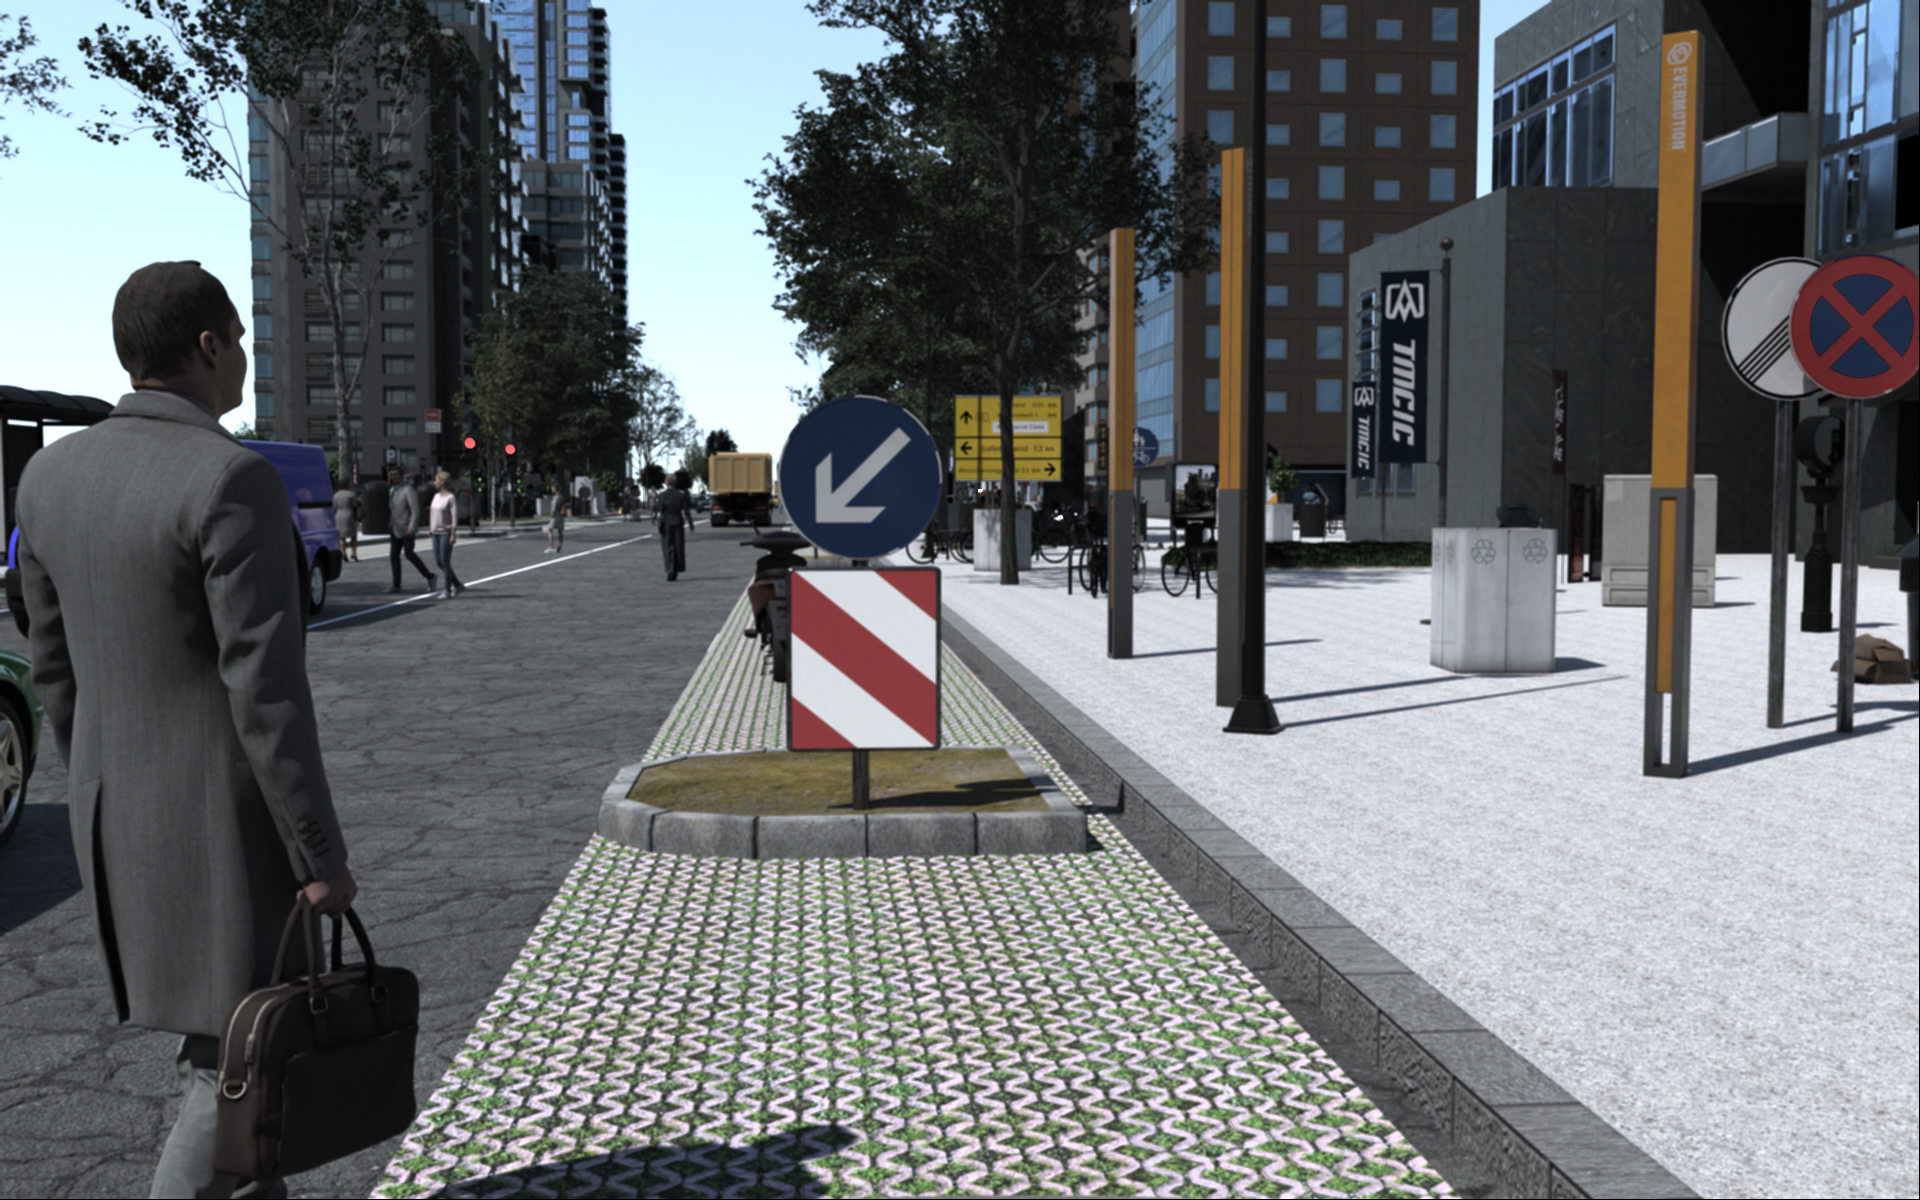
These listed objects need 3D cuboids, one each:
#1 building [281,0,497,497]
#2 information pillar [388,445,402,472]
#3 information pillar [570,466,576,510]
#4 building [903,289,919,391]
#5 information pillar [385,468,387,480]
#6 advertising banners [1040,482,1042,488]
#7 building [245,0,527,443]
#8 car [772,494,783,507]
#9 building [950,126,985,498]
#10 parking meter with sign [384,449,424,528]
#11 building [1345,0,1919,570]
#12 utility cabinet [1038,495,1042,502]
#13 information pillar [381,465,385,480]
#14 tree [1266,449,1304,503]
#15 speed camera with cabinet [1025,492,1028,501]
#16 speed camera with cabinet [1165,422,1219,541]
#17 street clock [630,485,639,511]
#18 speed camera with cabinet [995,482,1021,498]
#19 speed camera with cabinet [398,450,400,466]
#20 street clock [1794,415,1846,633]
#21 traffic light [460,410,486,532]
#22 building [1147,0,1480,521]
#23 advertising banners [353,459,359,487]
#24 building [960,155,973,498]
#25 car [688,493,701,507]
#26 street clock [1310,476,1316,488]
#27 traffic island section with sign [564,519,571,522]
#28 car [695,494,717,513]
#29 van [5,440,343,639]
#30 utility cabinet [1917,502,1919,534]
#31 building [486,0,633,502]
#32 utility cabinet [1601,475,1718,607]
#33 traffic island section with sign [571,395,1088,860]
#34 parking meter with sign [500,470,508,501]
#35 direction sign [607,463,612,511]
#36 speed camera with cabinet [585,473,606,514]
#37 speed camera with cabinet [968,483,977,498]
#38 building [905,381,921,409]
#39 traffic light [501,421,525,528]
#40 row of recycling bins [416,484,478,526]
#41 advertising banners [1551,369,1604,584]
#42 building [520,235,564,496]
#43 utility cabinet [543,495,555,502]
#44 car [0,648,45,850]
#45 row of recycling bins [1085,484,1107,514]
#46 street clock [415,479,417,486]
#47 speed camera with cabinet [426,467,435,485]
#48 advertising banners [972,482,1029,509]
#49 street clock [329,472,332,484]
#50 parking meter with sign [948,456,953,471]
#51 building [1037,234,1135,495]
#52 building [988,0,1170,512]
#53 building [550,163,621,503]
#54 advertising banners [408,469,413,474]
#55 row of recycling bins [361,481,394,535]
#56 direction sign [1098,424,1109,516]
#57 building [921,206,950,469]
[{"bbox_3d":[-47.715,-28.282,146.002,14.154,41.232,14.086,0,4,-5],"label":"building"},{"bbox_3d":[-26.545,-5.517,81.558,0.504,3.616,0.183,-1,4,-13],"label":"information pillar"},{"bbox_3d":[-27.201,-7.975,121.743,0.183,3.616,0.504,1,4,19],"label":"information pillar"},{"bbox_3d":[-2.864,-37.419,295.399,14.154,41.232,14.086,0,4,-5],"label":"building"},{"bbox_3d":[-37.370,-7.502,114.016,0.504,3.616,0.183,-1,4,-14],"label":"information pillar"},{"bbox_3d":[3.091,-4.762,74.054,0.090,3.025,2.074,-3,4,-37],"label":"advertising banners"},{"bbox_3d":[-54.298,-33.510,167.493,23.786,49.044,30.456,0,4,-5],"label":"building"},{"bbox_3d":[-18.243,-9.927,172.525,2.015,1.641,3.980,0,4,-5],"label":"car"},{"bbox_3d":[5.745,-31.502,198.655,14.154,41.232,14.086,0,4,-5],"label":"building"},{"bbox_3d":[-21.420,-4.317,66.848,1.738,3.016,0.543,2,4,33],"label":"parking meter with sign"},{"bbox_3d":[22.963,-43.870,29.954,22.319,86.520,31.000,0,4,-5],"label":"building"},{"bbox_3d":[5.090,-5.853,106.854,0.306,1.237,1.020,2,4,33],"label":"utility cabinet"},{"bbox_3d":[-45.650,-8.929,137.342,0.183,3.616,0.504,3,5,42],"label":"information pillar"},{"bbox_3d":[13.724,-4.886,74.487,1.663,3.219,1.824,0,3,0],"label":"tree"},{"bbox_3d":[4.438,-8.912,140.046,2.038,3.252,0.660,-1,4,-15],"label":"speed camera with cabinet"},{"bbox_3d":[6.555,-3.252,47.504,0.660,3.252,2.038,-3,5,-39],"label":"speed camera with cabinet"},{"bbox_3d":[-25.699,-8.126,137.432,0.471,2.002,0.358,-2,4,-24],"label":"street clock"},{"bbox_3d":[3.792,-8.669,136.077,2.038,3.252,0.660,2,4,27],"label":"speed camera with cabinet"},{"bbox_3d":[-25.219,-5.057,77.011,0.660,3.252,2.038,1,4,21],"label":"speed camera with cabinet"},{"bbox_3d":[7.969,-0.703,16.057,0.471,2.002,0.358,-1,4,-23],"label":"street clock"},{"bbox_3d":[-16.391,-4.240,58.247,0.839,4.253,0.868,0,4,-5],"label":"traffic light"},{"bbox_3d":[16.959,-26.808,88.415,14.200,45.320,14.600,0,4,-5],"label":"building"},{"bbox_3d":[-29.314,-5.453,85.341,2.074,3.025,0.090,3,4,37],"label":"advertising banners"},{"bbox_3d":[7.539,-32.654,184.002,14.600,45.320,14.200,0,4,-5],"label":"building"},{"bbox_3d":[-26.419,-10.015,172.534,1.959,1.807,4.718,0,4,-5],"label":"car"},{"bbox_3d":[14.482,-4.072,71.147,0.358,2.002,0.471,1,4,12],"label":"street clock"},{"bbox_3d":[-19.145,-4.881,88.435,1.989,1.847,2.006,0,4,-5],"label":"traffic island section with sign"},{"bbox_3d":[-18.977,-7.405,130.853,2.009,1.686,4.222,0,4,-5],"label":"car"},{"bbox_3d":[-8.469,-0.892,18.965,2.240,2.365,5.245,0,4,-4],"label":"van"},{"bbox_3d":[11.425,-0.517,19.611,0.306,1.237,1.020,-3,5,-41],"label":"utility cabinet"},{"bbox_3d":[-64.127,-59.140,279.604,22.319,86.520,31.000,0,4,-5],"label":"building"},{"bbox_3d":[7.925,-0.671,19.651,1.173,1.500,0.318,1,4,16],"label":"utility cabinet"},{"bbox_3d":[-0.569,0.056,7.710,1.989,1.847,2.006,0,4,-5],"label":"traffic island section with sign"},{"bbox_3d":[-32.130,-7.693,122.037,0.543,3.016,1.738,-2,4,-33],"label":"parking meter with sign"},{"bbox_3d":[-25.185,-8.106,124.537,0.379,3.537,0.876,-2,4,-32],"label":"direction sign"},{"bbox_3d":[-23.093,-7.049,109.579,0.660,3.252,2.038,1,4,11],"label":"speed camera with cabinet"},{"bbox_3d":[1.384,-8.969,140.976,0.660,3.252,2.038,-2,4,-32],"label":"speed camera with cabinet"},{"bbox_3d":[5.907,-26.312,275.248,27.650,21.520,28.899,0,4,-5],"label":"building"},{"bbox_3d":[-17.106,-4.727,66.200,0.839,4.253,0.868,0,4,-5],"label":"traffic light"},{"bbox_3d":[-20.897,-3.874,70.456,1.069,1.692,3.534,1,4,18],"label":"row of recycling bins"},{"bbox_3d":[8.951,-1.766,25.062,0.090,3.025,2.074,3,5,41],"label":"advertising banners"},{"bbox_3d":[-51.851,-25.655,191.152,14.160,30.474,14.107,0,4,-5],"label":"building"},{"bbox_3d":[-26.142,-6.056,110.170,0.306,1.237,1.020,1,4,16],"label":"utility cabinet"},{"bbox_3d":[-4.550,0.211,5.339,1.959,1.807,4.718,0,4,-5],"label":"car"},{"bbox_3d":[5.426,-3.906,70.970,1.069,1.692,3.534,-3,4,-37],"label":"row of recycling bins"},{"bbox_3d":[-23.185,-4.193,73.121,0.471,2.002,0.358,1,4,19],"label":"street clock"},{"bbox_3d":[-38.654,-8.074,126.339,0.660,3.252,2.038,-1,4,-19],"label":"speed camera with cabinet"},{"bbox_3d":[1.408,-3.722,57.040,2.074,3.025,0.090,1,4,18],"label":"advertising banners"},{"bbox_3d":[-20.864,-3.207,56.997,0.358,2.002,0.471,1,4,10],"label":"street clock"},{"bbox_3d":[-0.464,-5.145,80.387,0.543,3.016,1.738,-1,4,-13],"label":"parking meter with sign"},{"bbox_3d":[21.458,-17.478,130.808,27.650,21.520,28.899,0,4,-5],"label":"building"},{"bbox_3d":[9.830,-30.914,155.559,14.600,45.320,14.200,0,4,-5],"label":"building"},{"bbox_3d":[-62.211,-38.564,250.125,23.786,49.044,30.456,0,4,-5],"label":"building"},{"bbox_3d":[-39.365,-7.696,122.011,2.074,3.025,0.090,1,4,21],"label":"advertising banners"},{"bbox_3d":[-18.656,-2.973,55.727,1.069,1.692,3.534,-1,4,-15],"label":"row of recycling bins"},{"bbox_3d":[4.756,-3.896,55.690,0.379,3.537,0.876,-3,4,-39],"label":"direction sign"},{"bbox_3d":[1.721,-36.758,251.108,14.600,45.320,14.200,0,4,-5],"label":"building"}]
